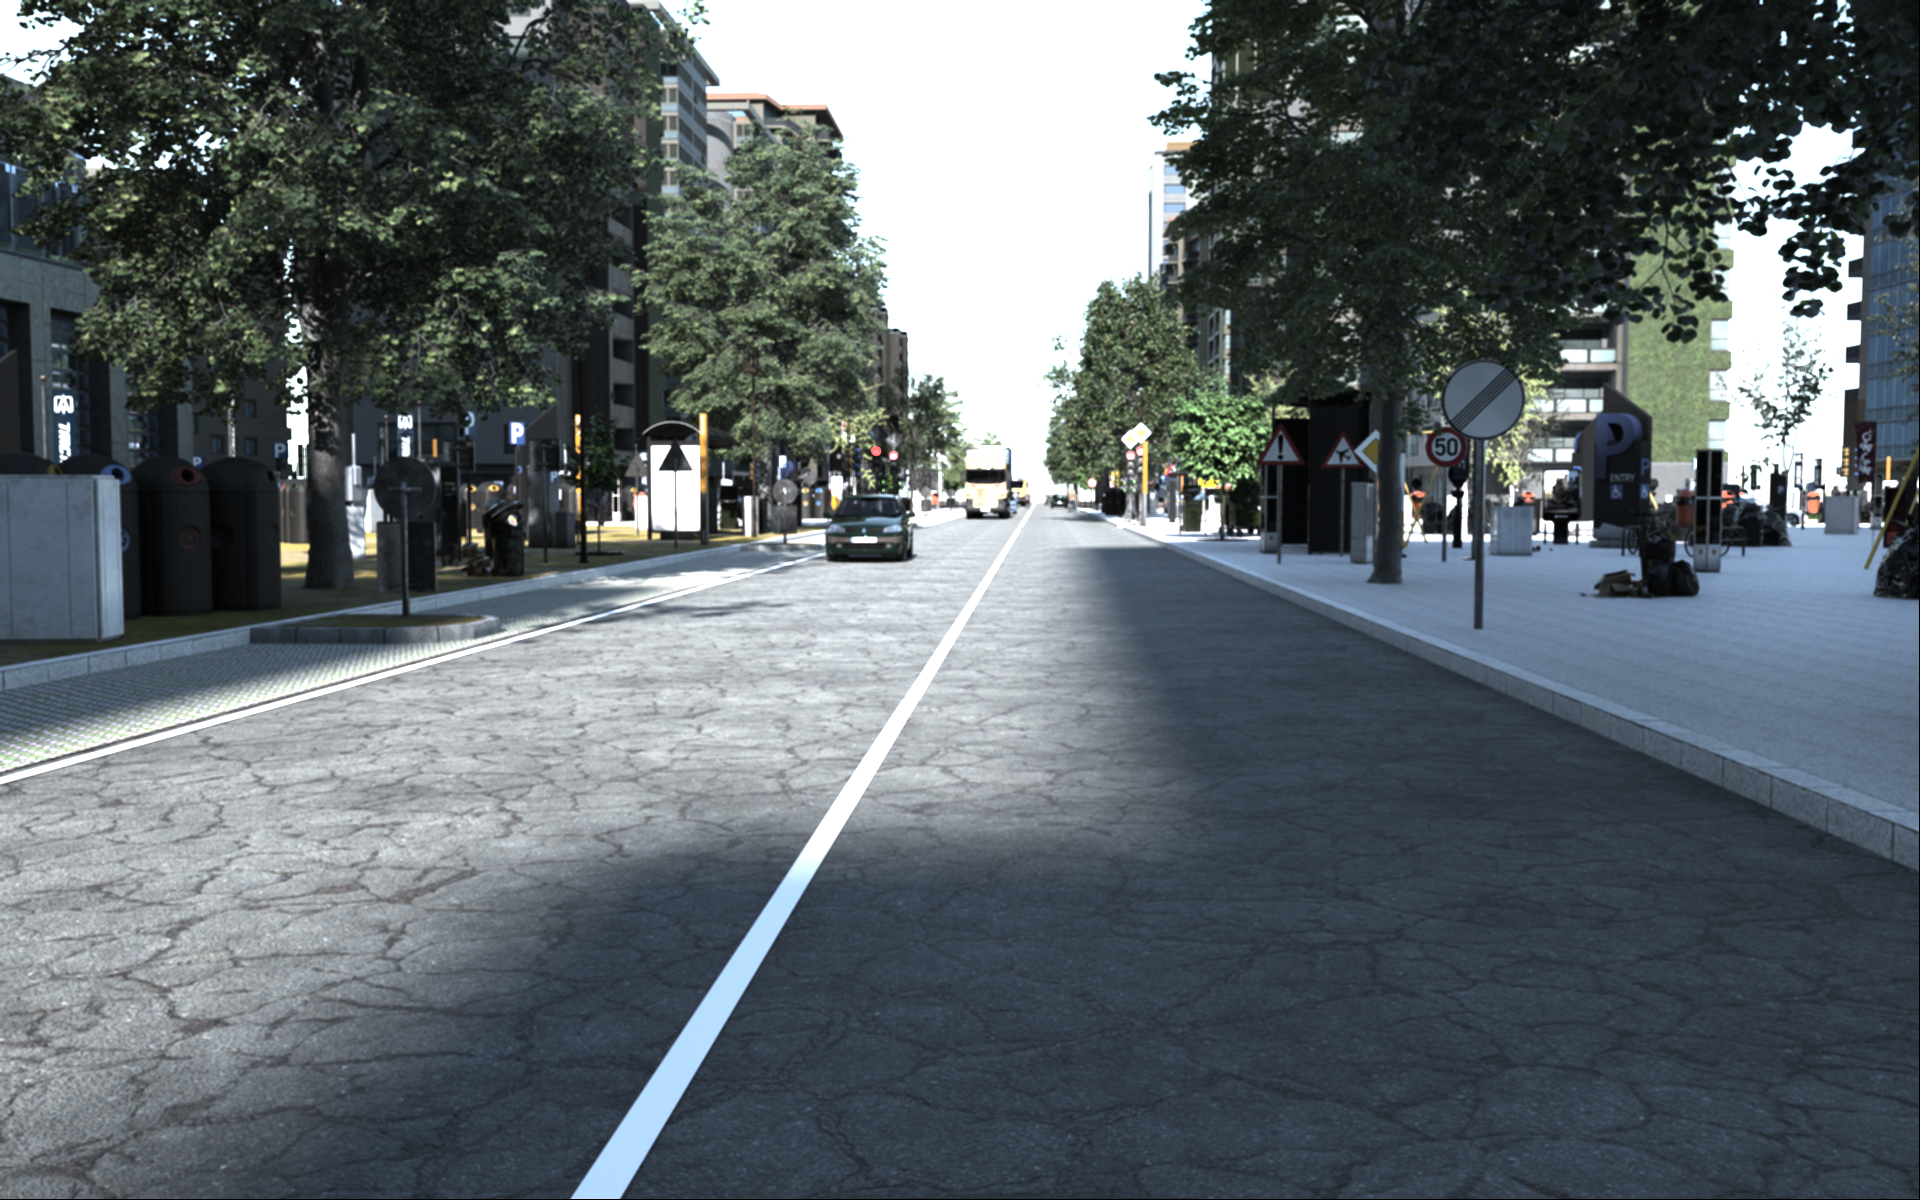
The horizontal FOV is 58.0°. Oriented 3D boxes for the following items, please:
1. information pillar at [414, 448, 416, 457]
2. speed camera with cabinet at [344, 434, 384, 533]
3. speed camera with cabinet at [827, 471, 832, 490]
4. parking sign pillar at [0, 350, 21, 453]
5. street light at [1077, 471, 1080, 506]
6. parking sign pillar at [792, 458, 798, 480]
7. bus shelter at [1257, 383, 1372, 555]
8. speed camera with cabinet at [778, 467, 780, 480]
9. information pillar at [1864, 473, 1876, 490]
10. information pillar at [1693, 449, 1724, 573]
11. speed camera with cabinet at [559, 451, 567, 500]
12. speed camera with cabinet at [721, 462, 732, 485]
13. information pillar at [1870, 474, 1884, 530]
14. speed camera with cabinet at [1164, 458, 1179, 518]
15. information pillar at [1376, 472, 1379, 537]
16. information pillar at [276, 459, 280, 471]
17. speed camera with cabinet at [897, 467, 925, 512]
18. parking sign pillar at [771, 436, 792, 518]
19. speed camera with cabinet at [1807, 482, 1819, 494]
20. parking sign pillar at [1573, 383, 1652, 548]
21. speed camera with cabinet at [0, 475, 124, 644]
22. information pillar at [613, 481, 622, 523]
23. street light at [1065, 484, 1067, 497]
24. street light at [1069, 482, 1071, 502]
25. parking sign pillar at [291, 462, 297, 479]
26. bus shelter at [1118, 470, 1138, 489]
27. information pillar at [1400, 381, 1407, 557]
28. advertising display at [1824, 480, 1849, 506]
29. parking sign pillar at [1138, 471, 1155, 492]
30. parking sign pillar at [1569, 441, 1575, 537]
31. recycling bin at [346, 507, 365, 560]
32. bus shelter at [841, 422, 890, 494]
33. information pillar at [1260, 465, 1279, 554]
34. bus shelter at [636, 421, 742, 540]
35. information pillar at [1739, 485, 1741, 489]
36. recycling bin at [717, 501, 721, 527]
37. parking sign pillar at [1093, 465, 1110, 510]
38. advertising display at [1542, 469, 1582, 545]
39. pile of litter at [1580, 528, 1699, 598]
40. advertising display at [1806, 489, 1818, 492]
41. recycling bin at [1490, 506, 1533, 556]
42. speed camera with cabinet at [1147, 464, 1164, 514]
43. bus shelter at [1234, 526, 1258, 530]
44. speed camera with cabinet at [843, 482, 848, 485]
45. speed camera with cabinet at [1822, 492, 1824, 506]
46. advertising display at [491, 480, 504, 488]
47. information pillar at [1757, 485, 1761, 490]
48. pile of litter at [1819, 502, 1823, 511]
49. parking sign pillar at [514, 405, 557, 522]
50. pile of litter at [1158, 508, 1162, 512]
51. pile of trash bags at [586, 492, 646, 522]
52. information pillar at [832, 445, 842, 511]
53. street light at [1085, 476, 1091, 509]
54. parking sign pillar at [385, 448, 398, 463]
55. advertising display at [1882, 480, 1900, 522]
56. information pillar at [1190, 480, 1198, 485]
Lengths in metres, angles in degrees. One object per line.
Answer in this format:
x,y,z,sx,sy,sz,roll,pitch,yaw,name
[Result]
-27.671,-5.905,87.894,0.183,3.616,0.504,0,4,-1,information pillar
-19.889,-3.858,57.415,0.660,3.252,2.038,1,4,10,speed camera with cabinet
-11.475,-9.552,150.515,0.660,3.252,2.038,2,4,27,speed camera with cabinet
-17.966,-2.655,31.875,1.447,3.967,1.447,1,4,17,parking sign pillar
14.125,-14.410,208.392,0.468,5.910,1.993,0,4,3,street light
-9.782,-6.768,99.123,1.447,3.967,1.447,-2,4,-35,parking sign pillar
8.062,-2.967,39.786,1.731,3.624,6.357,0,4,3,bus shelter
-12.311,-7.981,124.822,2.038,3.252,0.660,1,4,14,speed camera with cabinet
42.992,-5.535,81.859,0.183,3.616,0.504,-3,4,-36,information pillar
12.277,-1.463,28.417,0.304,2.012,0.304,-1,4,-22,information pillar
-16.350,-4.545,68.638,2.038,3.252,0.660,0,4,0,speed camera with cabinet
-14.230,-6.887,106.943,0.660,3.252,2.038,-1,4,-23,speed camera with cabinet
32.950,-3.533,62.258,0.304,2.012,0.304,0,4,5,information pillar
11.650,-6.139,94.707,0.660,3.252,2.038,0,4,5,speed camera with cabinet
11.726,-2.661,47.992,0.304,2.012,0.304,0,4,4,information pillar
-39.840,-6.728,101.354,0.183,3.616,0.504,0,4,5,information pillar
-3.594,-8.146,127.525,2.038,3.252,0.660,-1,4,-16,speed camera with cabinet
-7.410,-4.805,67.027,1.447,3.967,1.447,0,4,1,parking sign pillar
63.095,-8.183,128.129,0.660,3.252,2.038,2,4,34,speed camera with cabinet
15.847,-3.239,41.430,1.447,3.967,1.447,-2,4,-31,parking sign pillar
-8.425,-1.262,14.965,2.038,3.252,0.660,0,4,-7,speed camera with cabinet
-15.368,-4.470,77.582,0.304,2.012,0.304,1,4,10,information pillar
17.930,-19.467,291.080,0.468,5.910,1.993,0,4,3,street light
15.430,-16.107,236.129,0.468,5.910,1.993,0,4,3,street light
-56.318,-9.673,146.627,1.447,3.967,1.447,-1,4,-19,parking sign pillar
13.689,-9.911,139.680,2.179,5.291,8.768,0,4,3,bus shelter
8.781,-2.667,34.966,0.504,3.616,0.183,-1,4,-22,information pillar
40.046,-4.523,79.158,0.974,1.923,0.123,3,5,44,advertising display
14.194,-8.770,131.860,1.447,3.967,1.447,-1,4,-11,parking sign pillar
19.080,-3.910,52.395,1.447,3.967,1.447,-2,4,-34,parking sign pillar
-12.190,-1.315,34.048,0.722,1.027,0.722,3,5,44,recycling bin
-5.365,-7.421,98.972,2.179,5.291,8.768,0,4,3,bus shelter
6.683,-2.013,37.410,0.304,2.012,0.304,-1,4,-11,information pillar
-7.838,-3.472,50.687,2.014,3.302,5.546,0,4,3,bus shelter
65.792,-8.684,146.468,0.304,2.012,0.304,0,4,3,information pillar
-9.132,-3.377,67.774,0.722,1.027,0.722,0,3,0,recycling bin
11.650,-9.373,141.725,1.447,3.967,1.447,3,5,42,parking sign pillar
15.385,-2.390,44.294,0.974,1.923,0.123,3,5,43,advertising display
8.594,-0.486,21.905,1.719,0.858,1.176,-1,4,-11,pile of litter
71.904,-8.632,146.340,0.974,1.923,0.123,2,4,35,advertising display
11.589,-1.460,36.417,0.722,1.027,0.722,0,4,3,recycling bin
12.766,-7.289,113.512,0.660,3.252,2.038,-2,4,-27,speed camera with cabinet
10.272,-4.016,59.581,2.014,3.302,5.546,0,4,3,bus shelter
-8.330,-8.830,138.709,2.038,3.252,0.660,-1,4,-18,speed camera with cabinet
60.601,-7.646,119.352,0.660,3.252,2.038,-3,5,-45,speed camera with cabinet
-21.608,-4.632,80.948,0.123,1.923,0.974,1,4,17,advertising display
64.936,-8.337,140.800,0.304,2.012,0.304,2,4,24,information pillar
58.327,-6.326,117.396,1.176,0.858,1.719,-1,4,-15,pile of litter
-12.690,-3.876,51.837,1.447,3.967,1.447,3,4,38,parking sign pillar
13.999,-6.829,125.627,1.719,0.858,1.176,-2,4,-28,pile of litter
-15.941,-4.309,80.206,3.447,1.369,1.912,2,4,28,pile of trash bags
-5.808,-5.550,82.101,0.504,3.616,0.183,0,4,-3,information pillar
12.417,-12.136,171.213,0.468,5.910,1.993,0,4,3,street light
-28.065,-5.989,86.389,1.447,3.967,1.447,0,4,1,parking sign pillar
42.256,-4.507,78.911,0.123,1.923,0.974,-3,4,-38,advertising display
12.513,-5.396,92.709,0.304,2.012,0.304,-3,5,-44,information pillar
